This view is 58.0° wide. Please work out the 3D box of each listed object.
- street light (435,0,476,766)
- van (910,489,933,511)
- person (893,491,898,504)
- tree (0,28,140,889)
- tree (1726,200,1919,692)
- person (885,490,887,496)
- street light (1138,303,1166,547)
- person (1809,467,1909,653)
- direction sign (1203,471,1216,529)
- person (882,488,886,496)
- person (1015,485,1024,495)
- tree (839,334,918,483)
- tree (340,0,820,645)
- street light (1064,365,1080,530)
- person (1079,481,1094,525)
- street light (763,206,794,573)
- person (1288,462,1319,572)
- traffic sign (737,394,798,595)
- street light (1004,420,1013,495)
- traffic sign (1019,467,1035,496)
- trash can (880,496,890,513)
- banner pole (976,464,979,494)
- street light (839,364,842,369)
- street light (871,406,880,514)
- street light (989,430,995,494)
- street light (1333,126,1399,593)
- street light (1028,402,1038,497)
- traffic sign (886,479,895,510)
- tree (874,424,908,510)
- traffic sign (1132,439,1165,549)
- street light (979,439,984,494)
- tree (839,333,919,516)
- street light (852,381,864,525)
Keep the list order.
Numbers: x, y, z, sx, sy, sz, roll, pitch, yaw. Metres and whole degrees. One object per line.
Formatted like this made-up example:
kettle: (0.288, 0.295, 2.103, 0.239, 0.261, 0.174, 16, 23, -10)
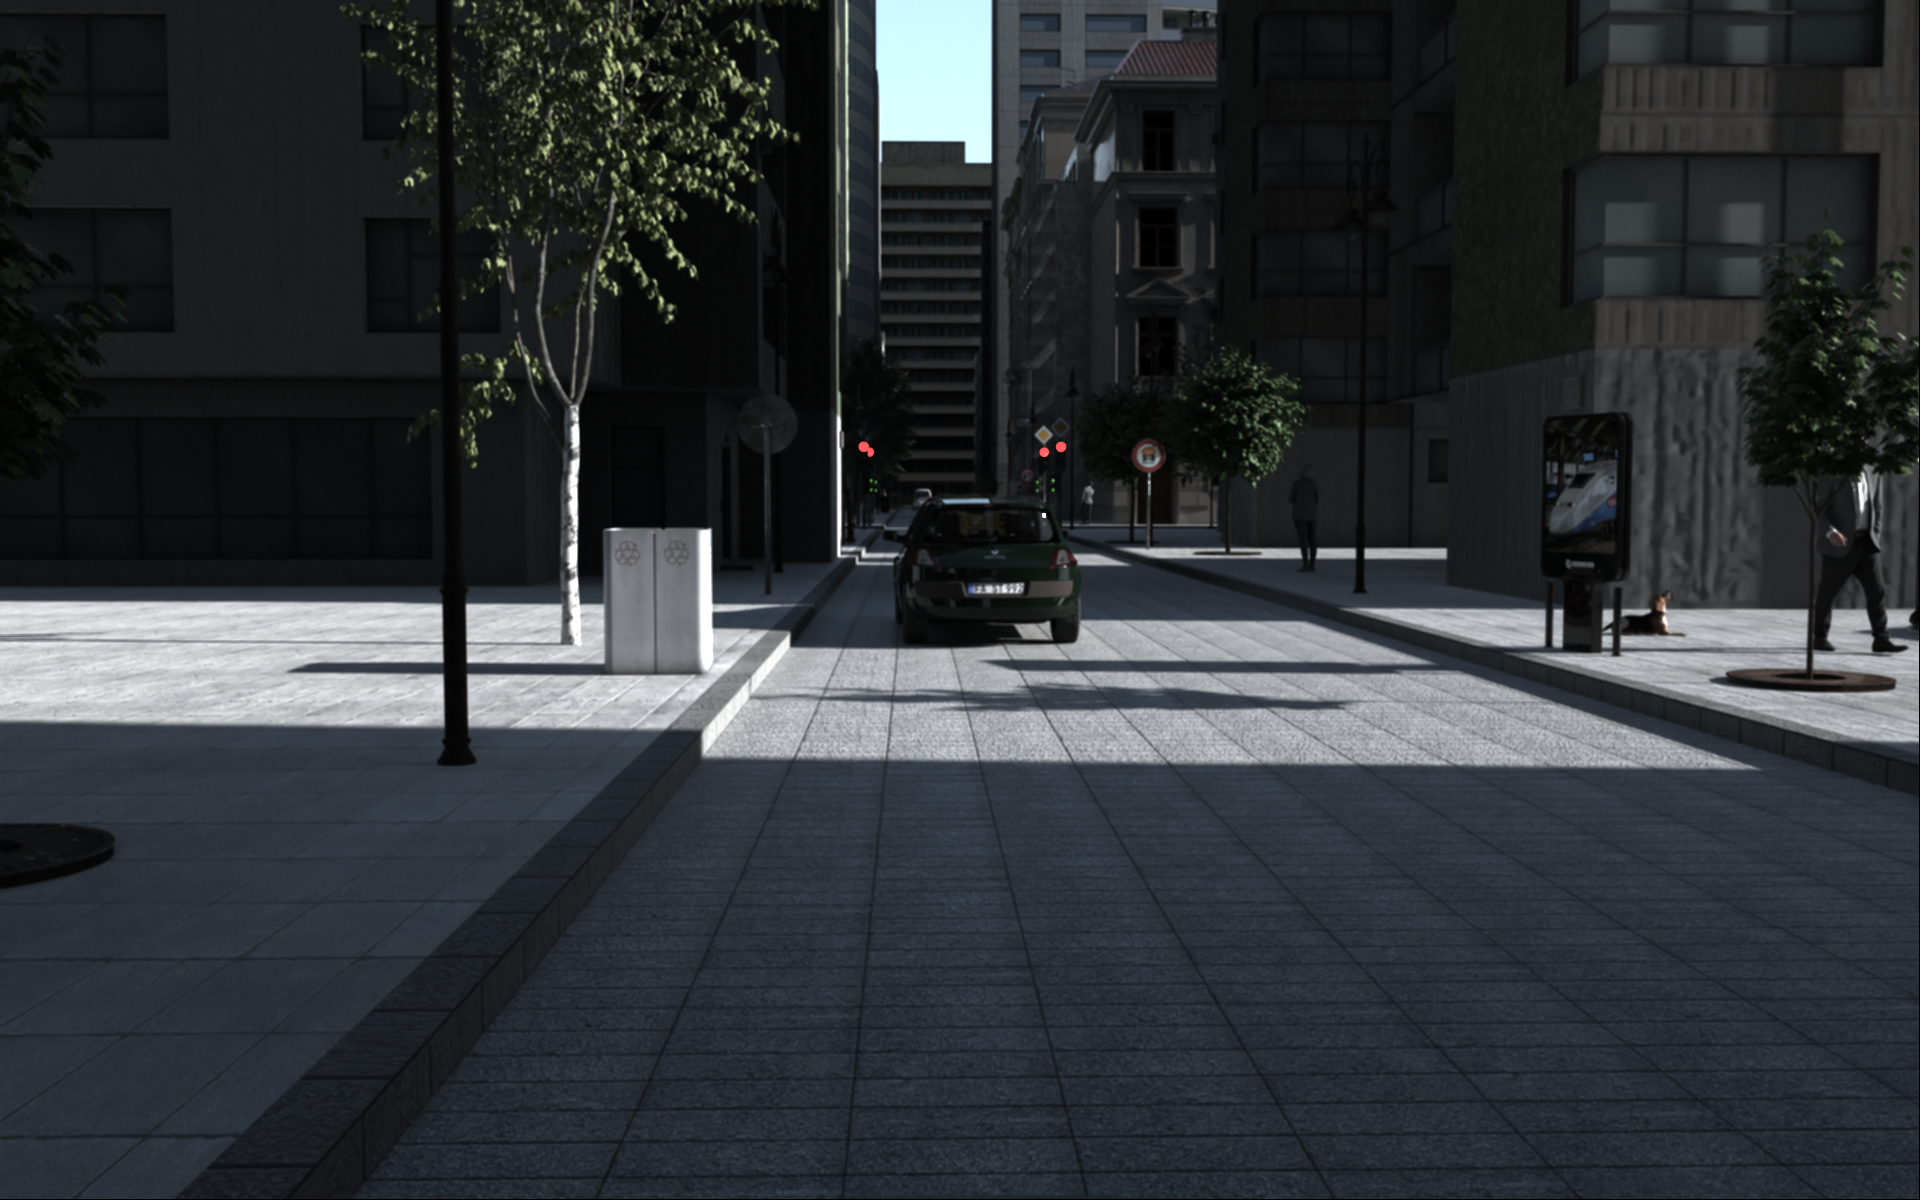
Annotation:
street light: (-2.400, -2.159, 8.082, 0.468, 5.910, 1.993, 0, 4, -2)
van: (-3.274, -8.743, 149.954, 2.013, 2.044, 4.112, 0, 4, -3)
person: (-8.480, -13.314, 226.057, 0.709, 1.838, 0.599, -1, 4, -13)
tree: (-3.464, -0.698, 6.011, 1.663, 3.219, 1.824, 0, 3, 0)
tree: (5.637, -1.035, 11.528, 1.663, 3.219, 1.824, 0, 3, 0)
person: (-6.827, -9.130, 155.993, 0.621, 1.740, 0.551, 3, 5, 41)
street light: (4.653, -4.242, 42.142, 0.468, 5.910, 1.993, 0, 4, -2)
person: (7.240, -0.461, 13.975, 0.661, 1.777, 0.834, -1, 4, -17)
direction sign: (9.252, -4.384, 63.668, 0.876, 3.537, 0.379, -1, 4, -10)
person: (-6.563, -8.760, 149.364, 0.705, 1.812, 1.348, -1, 4, -11)
person: (3.520, -5.893, 102.660, 0.678, 1.792, 0.850, -1, 4, -18)
tree: (-6.580, -12.561, 123.496, 7.486, 12.596, 7.792, 0, 3, 0)
tree: (-3.307, -3.939, 14.768, 4.737, 8.622, 4.395, 0, 3, 0)
street light: (4.024, -5.466, 62.151, 0.468, 5.910, 1.993, 0, 4, -2)
person: (5.243, -4.005, 71.708, 0.592, 1.802, 0.473, -1, 4, -10)
street light: (-2.967, -3.387, 28.159, 0.468, 5.910, 1.993, 0, 4, -2)
person: (5.654, -1.369, 28.615, 0.537, 1.800, 0.526, -1, 4, -10)
traffic sign: (-2.450, -1.342, 22.047, 0.768, 2.556, 0.104, 0, 4, 1)
street light: (2.979, -8.136, 105.810, 0.468, 5.910, 1.993, 0, 4, -2)
traffic sign: (3.199, -5.036, 82.445, 0.768, 2.556, 0.104, 0, 4, 2)
trash can: (-5.099, -6.489, 117.745, 0.748, 1.137, 0.748, 0, 3, 0)
banner pole: (1.442, -9.366, 143.148, 0.401, 3.779, 0.863, -1, 4, -12)
street light: (-3.514, -4.601, 48.006, 0.468, 5.910, 1.993, 0, 4, -2)
street light: (-4.572, -7.223, 90.880, 0.468, 5.910, 1.993, 0, 4, -2)
street light: (2.363, -9.350, 125.655, 0.468, 5.910, 1.993, 0, 4, -2)
street light: (5.186, -3.028, 22.294, 0.468, 5.910, 1.993, 0, 4, -2)
street light: (3.594, -6.896, 85.531, 0.468, 5.910, 1.993, 0, 4, -2)
traffic sign: (-5.777, -8.769, 143.473, 0.768, 2.556, 0.104, 0, 4, -1)
tree: (-6.104, -11.293, 135.001, 4.360, 8.622, 3.978, 0, 3, 0)
traffic sign: (4.363, -2.449, 40.142, 0.768, 2.556, 0.104, 0, 4, 3)
street light: (1.808, -10.564, 145.501, 0.468, 5.910, 1.993, 0, 4, -2)
tree: (-5.804, -10.120, 99.871, 7.601, 10.594, 8.767, 0, 4, 4)
street light: (-4.164, -5.991, 70.742, 0.468, 5.910, 1.993, 0, 4, -2)
